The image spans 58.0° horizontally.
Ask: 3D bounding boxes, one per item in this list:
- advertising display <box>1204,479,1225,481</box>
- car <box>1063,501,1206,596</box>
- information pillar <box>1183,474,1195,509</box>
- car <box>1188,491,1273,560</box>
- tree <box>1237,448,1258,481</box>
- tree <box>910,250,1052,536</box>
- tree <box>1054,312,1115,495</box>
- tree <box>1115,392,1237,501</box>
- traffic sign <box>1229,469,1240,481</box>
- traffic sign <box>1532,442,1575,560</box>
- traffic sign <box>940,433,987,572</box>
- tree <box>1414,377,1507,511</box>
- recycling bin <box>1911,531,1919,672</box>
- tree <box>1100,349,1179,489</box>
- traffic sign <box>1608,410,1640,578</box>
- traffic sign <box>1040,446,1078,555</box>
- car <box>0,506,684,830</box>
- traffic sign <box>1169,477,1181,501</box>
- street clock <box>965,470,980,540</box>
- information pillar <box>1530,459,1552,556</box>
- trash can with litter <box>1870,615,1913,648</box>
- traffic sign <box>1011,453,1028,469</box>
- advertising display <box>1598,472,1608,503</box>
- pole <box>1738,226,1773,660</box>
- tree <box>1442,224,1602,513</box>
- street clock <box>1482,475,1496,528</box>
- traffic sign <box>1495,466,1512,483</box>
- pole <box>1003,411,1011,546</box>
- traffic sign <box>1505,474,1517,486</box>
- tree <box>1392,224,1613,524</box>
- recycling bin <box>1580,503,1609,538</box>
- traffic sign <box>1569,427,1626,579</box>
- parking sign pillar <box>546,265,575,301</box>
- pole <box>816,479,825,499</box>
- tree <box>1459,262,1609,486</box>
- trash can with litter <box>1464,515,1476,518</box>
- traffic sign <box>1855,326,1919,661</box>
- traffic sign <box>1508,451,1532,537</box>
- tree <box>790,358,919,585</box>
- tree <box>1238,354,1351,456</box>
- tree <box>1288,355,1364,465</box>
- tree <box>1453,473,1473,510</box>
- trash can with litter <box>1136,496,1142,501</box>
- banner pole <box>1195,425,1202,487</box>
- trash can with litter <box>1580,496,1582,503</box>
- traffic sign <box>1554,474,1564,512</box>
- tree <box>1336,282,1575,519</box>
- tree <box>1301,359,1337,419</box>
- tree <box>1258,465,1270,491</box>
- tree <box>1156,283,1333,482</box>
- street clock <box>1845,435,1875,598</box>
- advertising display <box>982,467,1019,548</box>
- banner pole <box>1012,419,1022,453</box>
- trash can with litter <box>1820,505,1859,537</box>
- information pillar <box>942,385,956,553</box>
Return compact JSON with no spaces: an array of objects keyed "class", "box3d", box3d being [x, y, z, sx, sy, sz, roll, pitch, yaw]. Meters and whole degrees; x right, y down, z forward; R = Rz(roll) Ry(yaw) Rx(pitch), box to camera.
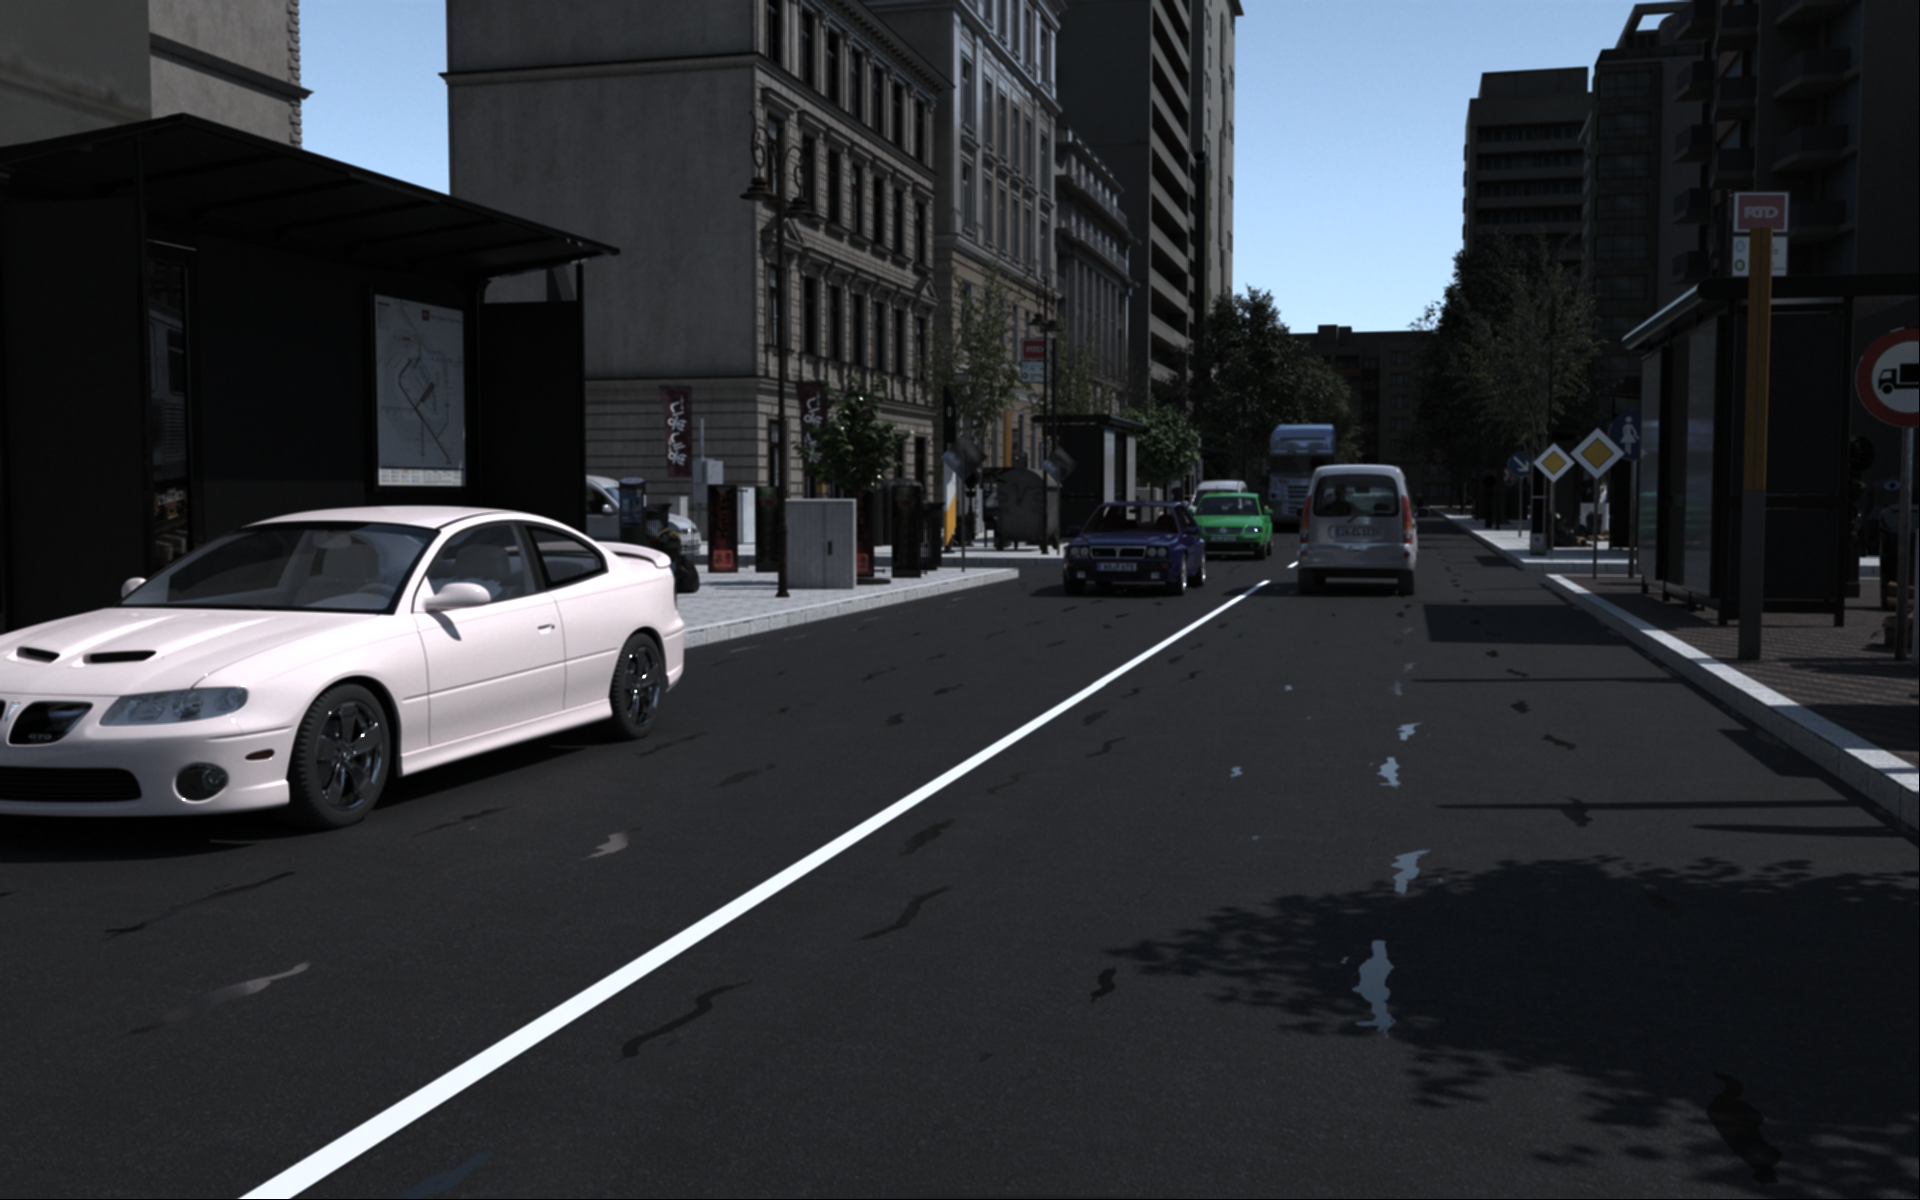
[{"class":"advertising display","box3d":[10.520,-4.080,71.930,0.974,1.923,0.123,0,4,-6]},{"class":"car","box3d":[2.648,-0.810,25.822,1.945,1.354,3.894,1,4,14]},{"class":"information pillar","box3d":[8.242,-3.542,62.396,0.304,2.012,0.304,2,4,34]},{"class":"car","box3d":[6.112,-1.859,39.190,1.959,1.807,4.718,1,4,13]},{"class":"tree","box3d":[10.668,-5.668,76.390,4.285,4.588,4.351,0,3,0]},{"class":"tree","box3d":[0.466,-6.273,52.931,4.737,8.622,4.395,0,3,0]},{"class":"tree","box3d":[4.456,-7.282,69.427,4.737,8.622,4.395,0,3,0]},{"class":"tree","box3d":[6.215,-4.429,56.131,4.285,4.588,4.351,0,3,0]},{"class":"traffic sign","box3d":[12.970,-5.054,82.735,0.768,2.556,0.104,1,4,22]},{"class":"traffic sign","box3d":[11.536,-1.838,33.701,0.795,2.450,0.064,1,4,14]},{"class":"traffic sign","box3d":[0.057,-1.516,28.436,0.795,2.450,0.064,1,4,14]},{"class":"tree","box3d":[39.579,-12.812,135.234,9.928,11.665,9.643,0,3,0]},{"class":"recycling bin","box3d":[7.389,0.002,12.518,0.722,1.027,0.722,-3,5,-45]},{"class":"tree","box3d":[8.986,-8.341,86.741,4.360,8.622,3.978,0,3,0]},{"class":"traffic sign","box3d":[10.233,-1.604,26.324,0.768,2.556,0.104,1,4,16]},{"class":"traffic sign","box3d":[2.058,-1.989,36.167,0.795,2.450,0.064,1,4,14]},{"class":"car","box3d":[-3.098,0.201,9.076,2.083,1.381,4.827,1,4,16]},{"class":"traffic sign","box3d":[7.855,-3.965,64.826,0.884,2.594,0.081,1,4,22]},{"class":"street clock","box3d":[0.302,-2.708,48.853,0.471,2.002,0.358,2,4,32]},{"class":"information pillar","box3d":[12.107,-1.939,36.201,0.304,2.012,0.304,2,4,28]},{"class":"trash can with litter","box3d":[8.146,-0.180,14.327,1.055,1.170,0.624,3,5,39]},{"class":"traffic sign","box3d":[1.377,-2.483,42.726,0.606,2.300,0.079,1,4,15]},{"class":"advertising display","box3d":[18.856,-2.797,50.939,0.123,1.923,0.974,2,4,34]},{"class":"pole","box3d":[6.131,-1.193,13.349,0.158,3.312,0.155,0,3,0]},{"class":"tree","box3d":[15.291,-5.884,46.572,4.360,8.622,3.978,0,3,0]},{"class":"street clock","box3d":[19.994,-3.725,65.476,0.471,2.002,0.358,-1,4,-15]},{"class":"traffic sign","box3d":[24.989,-4.868,79.696,0.768,2.556,0.104,2,4,23]},{"class":"pole","box3d":[1.156,-2.974,42.474,0.158,3.312,0.155,0,3,0]},{"class":"traffic sign","box3d":[31.436,-6.048,98.985,0.768,2.556,0.104,2,4,23]},{"class":"tree","box3d":[23.135,-9.578,73.602,9.611,12.733,9.660,0,3,0]},{"class":"recycling bin","box3d":[17.998,-2.237,49.133,0.722,1.027,0.722,2,4,24]},{"class":"traffic sign","box3d":[9.534,-1.366,25.970,0.795,2.450,0.064,1,4,14]},{"class":"parking sign pillar","box3d":[-4.306,-1.823,18.274,1.447,3.967,1.447,-1,4,-22]},{"class":"pole","box3d":[-3.207,-2.812,39.814,0.158,3.312,0.155,0,3,0]},{"class":"tree","box3d":[18.075,-6.376,54.615,4.737,8.622,4.395,0,3,0]},{"class":"trash can with litter","box3d":[28.302,-5.037,93.413,1.678,1.210,2.233,-3,4,-38]},{"class":"traffic sign","box3d":[7.245,-0.805,13.263,0.768,2.556,0.104,1,4,18]},{"class":"traffic sign","box3d":[16.669,-3.142,51.481,0.768,2.556,0.104,1,4,23]},{"class":"tree","box3d":[-1.548,-1.855,24.926,1.663,3.219,1.824,0,3,0]},{"class":"tree","box3d":[19.958,-10.582,107.426,8.767,10.594,7.601,1,4,10]},{"class":"tree","box3d":[29.085,-13.683,141.842,7.486,12.596,7.792,0,3,0]},{"class":"tree","box3d":[41.565,-9.049,142.546,1.663,3.219,1.824,0,3,0]},{"class":"trash can with litter","box3d":[7.205,-3.793,73.072,1.678,1.210,2.233,1,4,11]},{"class":"banner pole","box3d":[8.734,-4.494,63.488,0.401,3.779,0.863,1,4,21]},{"class":"trash can with litter","box3d":[35.742,-5.378,98.992,2.233,1.210,1.678,-1,4,-10]},{"class":"traffic sign","box3d":[19.682,-3.504,57.403,0.768,2.556,0.104,1,4,22]},{"class":"tree","box3d":[27.249,-10.991,90.071,12.009,13.543,11.850,0,3,0]},{"class":"tree","box3d":[32.213,-14.893,153.868,12.009,13.543,11.850,0,3,0]},{"class":"tree","box3d":[21.418,-8.203,117.826,4.285,4.588,4.351,0,3,0]},{"class":"tree","box3d":[15.524,-10.854,94.474,9.611,12.733,9.660,0,3,0]},{"class":"street clock","box3d":[11.022,-1.032,21.441,0.471,2.002,0.358,-1,4,-12]},{"class":"advertising display","box3d":[0.993,-2.224,41.572,0.974,1.923,0.123,2,4,29]},{"class":"banner pole","box3d":[1.907,-4.155,57.947,0.401,3.779,0.863,-2,4,-24]},{"class":"trash can with litter","box3d":[12.516,-0.826,24.890,0.624,1.170,1.055,1,4,19]},{"class":"information pillar","box3d":[-0.230,-2.824,37.534,0.183,3.616,0.504,2,4,24]}]
